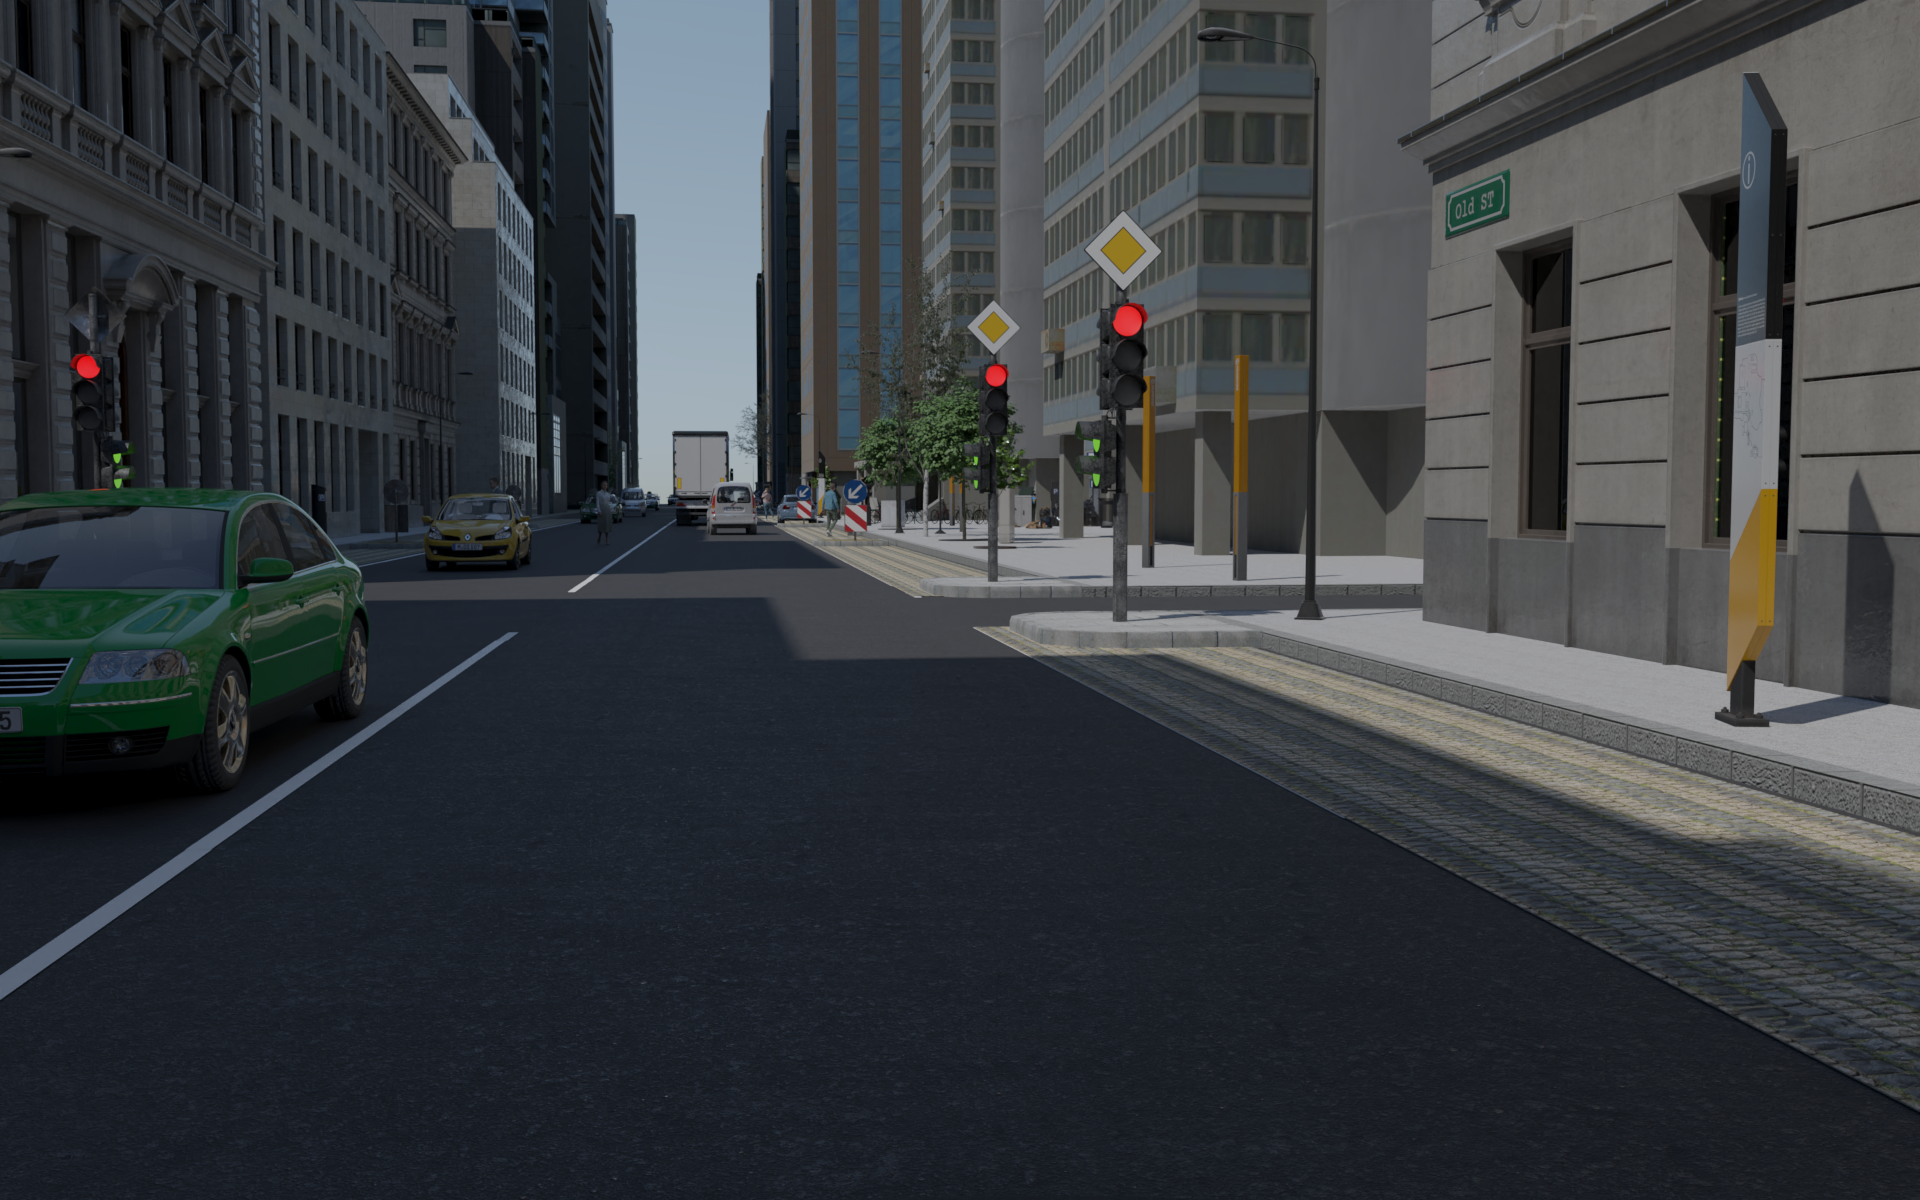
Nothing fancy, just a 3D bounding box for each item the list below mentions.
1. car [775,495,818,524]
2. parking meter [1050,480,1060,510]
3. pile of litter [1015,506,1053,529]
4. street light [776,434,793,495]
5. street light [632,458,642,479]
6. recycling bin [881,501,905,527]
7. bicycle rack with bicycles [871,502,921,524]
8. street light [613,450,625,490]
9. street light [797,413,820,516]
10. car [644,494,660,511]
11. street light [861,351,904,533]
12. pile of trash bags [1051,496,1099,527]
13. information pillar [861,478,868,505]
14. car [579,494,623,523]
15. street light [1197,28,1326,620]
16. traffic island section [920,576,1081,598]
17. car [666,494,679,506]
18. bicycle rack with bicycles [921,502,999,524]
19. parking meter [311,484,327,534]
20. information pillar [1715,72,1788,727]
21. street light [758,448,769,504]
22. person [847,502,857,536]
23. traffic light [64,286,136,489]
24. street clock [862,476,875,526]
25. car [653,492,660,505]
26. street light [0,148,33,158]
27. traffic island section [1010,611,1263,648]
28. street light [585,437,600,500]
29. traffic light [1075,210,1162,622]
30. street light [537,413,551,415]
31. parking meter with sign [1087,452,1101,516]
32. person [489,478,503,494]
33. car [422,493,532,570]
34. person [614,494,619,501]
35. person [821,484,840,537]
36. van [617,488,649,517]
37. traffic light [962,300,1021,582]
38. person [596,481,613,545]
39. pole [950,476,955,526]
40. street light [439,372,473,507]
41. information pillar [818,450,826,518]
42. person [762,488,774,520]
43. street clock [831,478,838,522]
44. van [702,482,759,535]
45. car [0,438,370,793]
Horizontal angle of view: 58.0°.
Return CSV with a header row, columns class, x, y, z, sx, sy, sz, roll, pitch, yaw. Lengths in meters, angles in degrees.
class,x,y,z,sx,sy,sz,roll,pitch,yaw
car,-7.710,-4.274,81.875,2.014,1.417,4.499,0,4,-8
parking meter,3.962,-4.063,72.147,0.399,1.863,0.255,0,4,0
pile of litter,2.905,-3.079,64.315,1.176,0.858,1.719,2,4,26
street light,-13.422,-9.812,132.961,1.470,5.913,1.316,0,4,-8
street light,-41.784,-15.385,224.085,1.470,5.913,1.316,0,4,-8
recycling bin,-2.584,-3.324,66.895,0.722,1.027,0.722,1,4,21
bicycle rack with bicycles,-2.860,-3.765,74.938,2.925,0.926,2.852,-1,4,-16
street light,-35.730,-12.766,181.257,1.470,5.913,1.316,0,4,-8
street light,-8.589,-7.746,99.190,1.470,5.913,1.316,0,4,-8
car,-26.932,-8.422,149.502,2.131,1.459,4.920,0,4,-8
street light,-2.507,-5.122,56.294,1.470,5.913,1.316,0,4,-8
pile of trash bags,5.240,-3.622,68.965,3.447,1.369,1.912,1,4,10
information pillar,-4.304,-4.539,78.712,0.304,2.012,0.304,-2,4,-35
car,-17.777,-4.536,85.963,2.131,1.459,4.920,0,4,-7
street light,3.052,-2.750,17.506,1.470,5.913,1.316,0,4,-8
traffic island section,0.503,-0.187,25.335,2.009,0.180,2.903,0,4,-8
car,-35.975,-12.753,218.295,2.009,1.686,4.222,-1,4,-9
bicycle rack with bicycles,0.385,-3.708,74.003,2.852,0.926,2.925,-2,4,-28
parking meter,-16.657,-2.239,45.023,0.372,1.533,0.369,0,3,0
information pillar,4.366,-1.110,9.502,0.183,3.616,0.504,0,4,6
street light,-19.586,-12.410,175.447,1.470,5.913,1.316,0,4,-8
person,-3.659,-3.123,59.364,0.447,1.846,0.655,-1,4,-8
traffic light,-11.675,-2.113,23.474,0.839,4.253,0.868,0,4,-8
street clock,-3.680,-3.989,69.794,0.471,2.002,0.358,1,4,12
car,-41.838,-13.862,236.228,1.945,1.707,3.694,-1,4,-8
street light,-13.152,-3.107,23.338,1.470,5.913,1.316,0,4,-8
traffic island section,1.631,0.297,17.430,2.009,0.180,2.903,0,4,-8
street light,-30.021,-10.322,141.309,1.470,5.913,1.316,0,4,-8
traffic light,1.590,-1.736,17.310,0.839,4.253,0.868,0,4,-8
street light,-24.050,-7.730,98.934,1.470,5.913,1.316,0,4,-8
parking meter with sign,5.735,-4.714,73.338,0.543,3.016,1.738,1,4,12
person,-10.652,-1.906,39.792,0.853,1.813,0.709,-2,4,-30
car,-9.384,-1.445,33.845,2.015,1.641,3.980,-1,4,-9
person,-25.988,-7.254,130.364,0.557,1.426,1.065,3,5,44
person,-4.344,-3.005,57.972,0.601,1.785,0.444,3,5,43
van,-20.851,-6.322,110.375,2.013,2.044,4.112,-1,4,-10
traffic light,0.462,-2.220,25.216,0.839,4.253,0.868,0,4,-8
person,-10.182,-2.487,49.384,0.478,1.798,0.641,-2,4,-31
pole,-0.310,-4.633,69.595,0.158,3.312,0.155,0,3,0
street light,-19.175,-5.707,65.850,1.470,5.913,1.316,0,4,-8
information pillar,-7.357,-6.171,92.249,0.183,3.616,0.504,-3,5,-45
person,-10.363,-5.181,93.797,0.643,1.750,0.593,3,5,43
street clock,-5.818,-4.614,80.016,0.358,2.002,0.471,-1,4,-10
van,-8.187,-3.364,62.014,2.013,2.044,4.112,-1,4,-10
car,-4.550,-0.049,9.603,1.959,1.807,4.718,0,4,-7
